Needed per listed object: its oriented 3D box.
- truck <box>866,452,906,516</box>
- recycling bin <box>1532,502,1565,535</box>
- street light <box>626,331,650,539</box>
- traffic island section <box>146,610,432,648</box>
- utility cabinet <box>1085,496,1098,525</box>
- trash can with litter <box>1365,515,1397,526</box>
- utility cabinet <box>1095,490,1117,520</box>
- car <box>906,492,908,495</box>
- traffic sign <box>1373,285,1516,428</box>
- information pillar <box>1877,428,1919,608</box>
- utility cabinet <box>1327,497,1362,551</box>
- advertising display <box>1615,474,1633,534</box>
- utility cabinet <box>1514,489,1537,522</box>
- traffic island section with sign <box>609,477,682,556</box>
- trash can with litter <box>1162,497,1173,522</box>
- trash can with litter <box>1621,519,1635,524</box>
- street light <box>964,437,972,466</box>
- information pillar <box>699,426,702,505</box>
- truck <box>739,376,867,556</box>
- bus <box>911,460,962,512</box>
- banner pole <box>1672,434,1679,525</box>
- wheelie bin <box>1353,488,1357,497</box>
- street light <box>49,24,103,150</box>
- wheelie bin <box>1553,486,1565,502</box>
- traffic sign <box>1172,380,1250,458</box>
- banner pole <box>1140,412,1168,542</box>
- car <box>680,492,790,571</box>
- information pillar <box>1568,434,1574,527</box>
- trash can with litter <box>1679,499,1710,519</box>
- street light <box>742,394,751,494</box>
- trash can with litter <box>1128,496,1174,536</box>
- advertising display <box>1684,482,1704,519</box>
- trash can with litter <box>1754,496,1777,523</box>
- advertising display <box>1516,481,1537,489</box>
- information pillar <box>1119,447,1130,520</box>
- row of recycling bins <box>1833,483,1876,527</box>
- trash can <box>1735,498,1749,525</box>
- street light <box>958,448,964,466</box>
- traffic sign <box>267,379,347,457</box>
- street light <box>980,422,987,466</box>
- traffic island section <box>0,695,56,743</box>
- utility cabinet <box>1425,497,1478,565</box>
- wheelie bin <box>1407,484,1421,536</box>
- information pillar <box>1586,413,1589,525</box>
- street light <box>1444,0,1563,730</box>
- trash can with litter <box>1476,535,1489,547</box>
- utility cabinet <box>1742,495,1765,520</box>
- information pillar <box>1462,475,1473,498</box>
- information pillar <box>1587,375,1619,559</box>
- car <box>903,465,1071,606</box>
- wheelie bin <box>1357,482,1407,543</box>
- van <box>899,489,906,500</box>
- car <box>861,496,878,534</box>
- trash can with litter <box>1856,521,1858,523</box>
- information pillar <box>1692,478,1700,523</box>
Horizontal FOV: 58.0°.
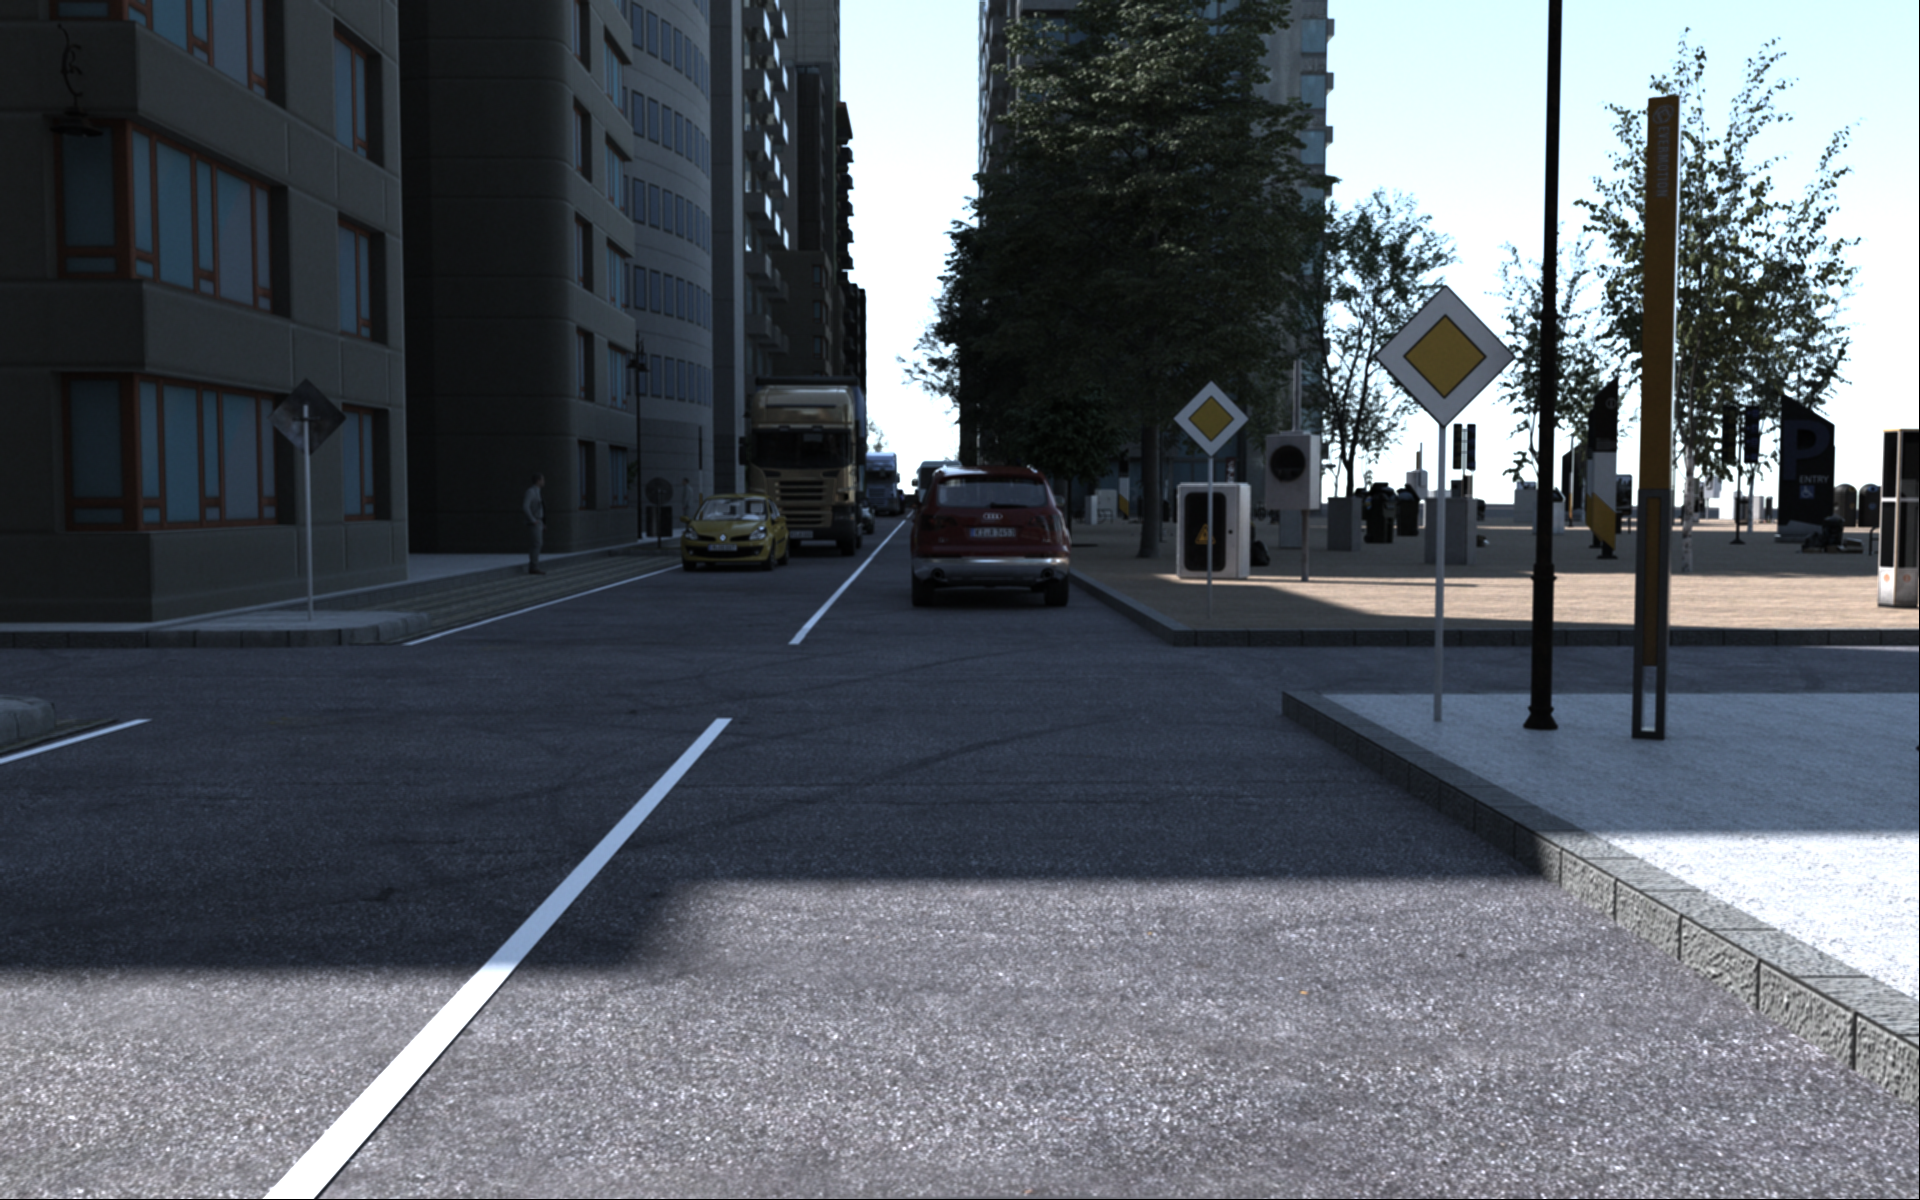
[{"bbox_3d":[-5.207,-7.787,117.083,2.967,4.110,18.799,0,4,0],"label":"truck"},{"bbox_3d":[18.560,-2.572,54.602,0.722,1.027,0.722,-3,4,-37],"label":"recycling bin"},{"bbox_3d":[-9.121,-4.671,49.153,0.468,5.910,1.993,0,4,-1],"label":"street light"},{"bbox_3d":[-6.638,0.285,17.616,2.009,0.180,2.903,0,4,-1],"label":"traffic island section"},{"bbox_3d":[5.517,-3.780,72.962,0.306,1.237,1.020,1,4,19],"label":"utility cabinet"},{"bbox_3d":[17.595,-3.658,70.870,1.678,1.210,2.233,-2,4,-34],"label":"trash can with litter"},{"bbox_3d":[7.104,-4.629,84.359,1.173,1.500,0.318,-3,4,-36],"label":"utility cabinet"},{"bbox_3d":[-7.412,-14.441,245.156,2.155,1.783,4.494,0,4,-2],"label":"car"},{"bbox_3d":[2.723,-0.460,9.711,0.795,2.593,0.064,0,4,-1],"label":"traffic sign"},{"bbox_3d":[10.605,-0.920,19.531,0.304,2.012,0.304,0,4,-8],"label":"information pillar"},{"bbox_3d":[8.732,-1.723,39.331,0.306,1.237,1.020,-1,4,-19],"label":"utility cabinet"},{"bbox_3d":[21.215,-3.108,56.022,0.974,1.923,0.123,1,4,21],"label":"advertising display"},{"bbox_3d":[25.481,-4.223,77.733,1.173,1.500,0.318,1,4,15],"label":"utility cabinet"},{"bbox_3d":[-7.046,-1.950,40.518,1.989,1.847,2.006,0,4,-1],"label":"traffic island section with sign"},{"bbox_3d":[9.648,-4.171,79.579,1.055,1.170,0.624,1,4,13],"label":"trash can with litter"},{"bbox_3d":[28.736,-3.917,75.101,1.678,1.210,2.233,1,4,19],"label":"trash can with litter"},{"bbox_3d":[0.813,-10.087,137.709,0.468,5.910,1.993,0,4,-1],"label":"street light"},{"bbox_3d":[-8.896,-4.163,59.422,0.183,3.616,0.504,-1,4,-8],"label":"information pillar"},{"bbox_3d":[-3.701,-3.339,43.508,2.839,4.237,11.283,0,4,-2],"label":"truck"},{"bbox_3d":[-1.295,-6.495,101.048,2.948,3.499,13.247,0,4,-2],"label":"bus"},{"bbox_3d":[29.442,-5.011,71.951,0.863,3.779,0.401,3,5,40],"label":"banner pole"},{"bbox_3d":[19.684,-4.707,84.867,0.980,1.594,0.693,-2,4,-29],"label":"wheelie bin"},{"bbox_3d":[-8.618,-2.746,17.690,0.468,5.910,1.993,0,4,-1],"label":"street light"},{"bbox_3d":[24.535,-3.880,71.339,0.693,1.594,0.980,2,4,25],"label":"wheelie bin"},{"bbox_3d":[2.578,-0.948,17.695,0.795,2.593,0.064,0,4,-1],"label":"traffic sign"},{"bbox_3d":[5.189,-3.445,46.345,0.863,3.779,0.401,3,4,38],"label":"banner pole"},{"bbox_3d":[-4.317,-1.426,33.540,2.015,1.641,3.980,0,4,0],"label":"car"},{"bbox_3d":[23.606,-4.618,66.866,0.183,3.616,0.504,2,4,23],"label":"information pillar"},{"bbox_3d":[38.658,-4.918,91.472,2.233,1.210,1.678,0,4,-1],"label":"trash can with litter"},{"bbox_3d":[-9.736,-6.549,79.864,0.468,5.910,1.993,0,4,-1],"label":"street light"},{"bbox_3d":[6.151,-2.600,53.560,1.678,1.210,2.233,1,4,10],"label":"trash can with litter"},{"bbox_3d":[37.794,-5.138,89.212,0.974,1.923,0.123,3,5,40],"label":"advertising display"},{"bbox_3d":[36.082,-4.014,76.683,2.233,1.210,1.678,-3,5,-43],"label":"trash can with litter"},{"bbox_3d":[28.535,-5.020,87.287,0.974,1.923,0.123,1,4,19],"label":"advertising display"},{"bbox_3d":[8.199,-5.811,86.363,0.504,3.616,0.183,1,4,18],"label":"information pillar"},{"bbox_3d":[35.630,-3.659,66.945,3.534,1.692,1.069,1,4,14],"label":"row of recycling bins"},{"bbox_3d":[32.327,-3.659,71.478,0.748,1.137,0.748,0,3,0],"label":"trash can"},{"bbox_3d":[0.318,-12.001,169.000,0.468,5.910,1.993,0,4,-1],"label":"street light"},{"bbox_3d":[-6.615,-0.939,17.550,0.795,2.593,0.064,0,4,-1],"label":"traffic sign"},{"bbox_3d":[1.462,-8.209,106.998,0.468,5.910,1.993,0,4,-1],"label":"street light"},{"bbox_3d":[-6.494,0.774,9.633,2.009,0.180,2.903,0,4,-1],"label":"traffic island section"},{"bbox_3d":[8.994,-1.258,31.733,0.306,1.237,1.020,-2,4,-31],"label":"utility cabinet"},{"bbox_3d":[13.700,-2.762,53.062,0.693,1.594,0.980,0,4,1],"label":"wheelie bin"},{"bbox_3d":[15.111,-3.045,41.141,0.183,3.616,0.504,-2,4,-24],"label":"information pillar"},{"bbox_3d":[3.186,-2.235,9.324,0.468,5.910,1.993,0,4,-1],"label":"street light"},{"bbox_3d":[12.435,-1.900,42.451,1.055,1.170,0.624,2,4,33],"label":"trash can with litter"},{"bbox_3d":[40.078,-4.659,87.339,0.306,1.237,1.020,-1,4,-18],"label":"utility cabinet"},{"bbox_3d":[19.613,-3.820,66.947,0.304,2.012,0.304,-3,5,-39],"label":"information pillar"},{"bbox_3d":[12.744,-2.621,34.204,0.504,3.616,0.183,0,4,-7],"label":"information pillar"},{"bbox_3d":[0.357,-0.920,23.712,2.281,1.827,5.304,0,4,-1],"label":"car"},{"bbox_3d":[11.014,-2.285,45.262,0.980,1.594,0.693,-3,5,-41],"label":"wheelie bin"},{"bbox_3d":[-7.029,-11.362,190.160,2.240,2.365,5.245,0,4,1],"label":"van"},{"bbox_3d":[-3.978,-3.243,62.806,2.009,1.686,4.222,0,4,-2],"label":"car"},{"bbox_3d":[39.892,-3.994,76.353,2.233,1.210,1.678,1,4,9],"label":"trash can with litter"},{"bbox_3d":[32.649,-4.433,76.971,0.304,2.012,0.304,-1,4,-11],"label":"information pillar"}]
